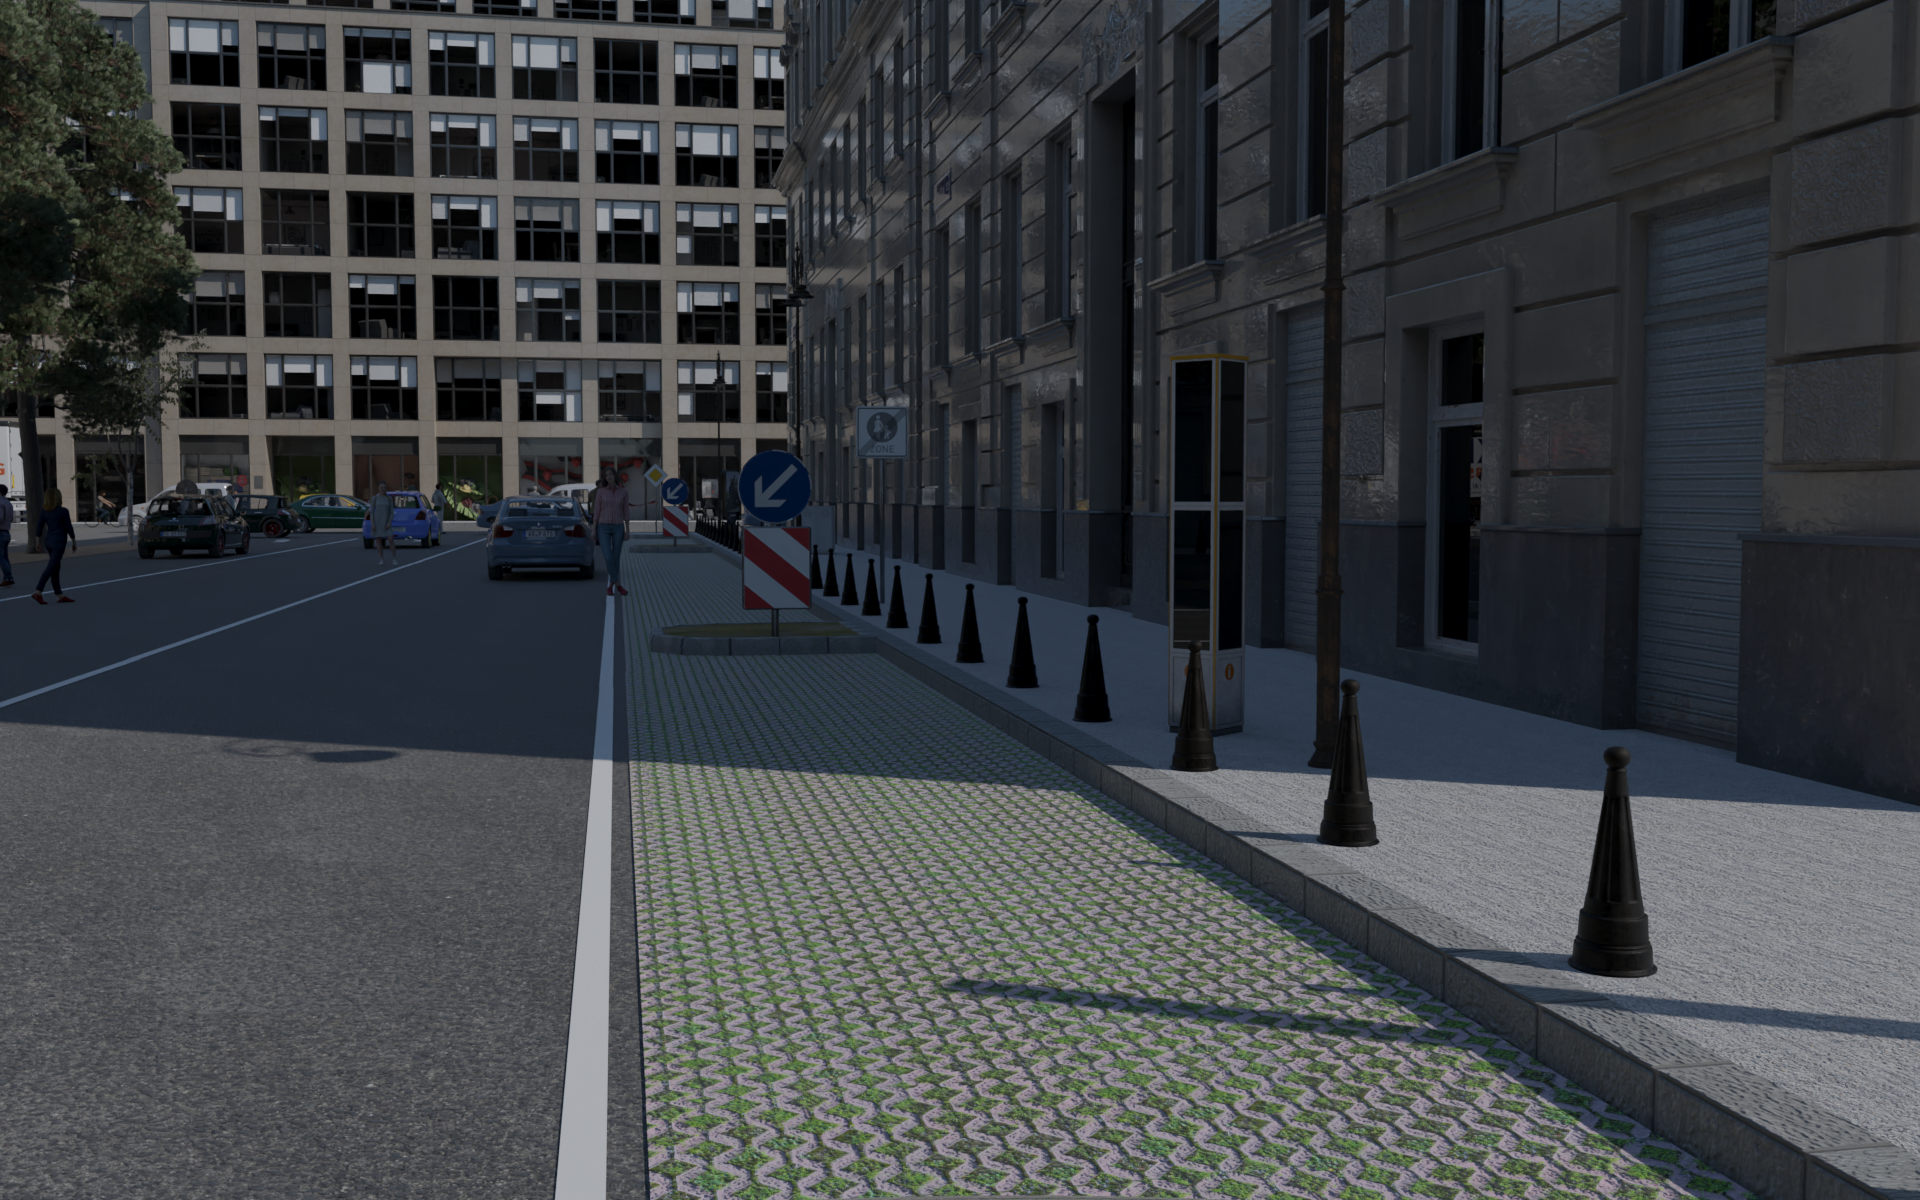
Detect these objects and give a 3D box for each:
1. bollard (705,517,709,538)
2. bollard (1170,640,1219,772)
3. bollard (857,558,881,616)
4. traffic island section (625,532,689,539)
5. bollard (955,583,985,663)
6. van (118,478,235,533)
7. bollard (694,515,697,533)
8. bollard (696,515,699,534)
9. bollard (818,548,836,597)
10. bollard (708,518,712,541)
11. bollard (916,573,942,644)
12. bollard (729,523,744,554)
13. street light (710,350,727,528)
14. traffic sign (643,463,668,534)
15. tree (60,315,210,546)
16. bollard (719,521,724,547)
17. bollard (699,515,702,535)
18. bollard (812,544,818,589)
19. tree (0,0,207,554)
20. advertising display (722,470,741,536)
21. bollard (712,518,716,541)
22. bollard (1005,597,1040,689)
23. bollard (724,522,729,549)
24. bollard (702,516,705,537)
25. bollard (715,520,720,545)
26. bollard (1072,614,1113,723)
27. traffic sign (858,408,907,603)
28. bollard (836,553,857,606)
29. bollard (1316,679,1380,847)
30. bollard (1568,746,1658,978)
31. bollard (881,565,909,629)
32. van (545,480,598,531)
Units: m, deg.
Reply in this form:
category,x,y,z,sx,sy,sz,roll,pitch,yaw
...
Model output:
category,x,y,z,sx,sy,sz,roll,pitch,yaw
bollard,-7.028,-2.017,49.019,0.229,0.601,0.229,0,3,0
bollard,1.094,0.487,8.077,0.229,0.601,0.229,0,3,0
bollard,-0.937,-0.139,18.320,0.229,0.601,0.229,0,3,0
traffic island section,-9.830,-2.074,56.187,2.009,0.180,2.903,-1,4,-11
bollard,0.075,0.173,13.213,0.229,0.601,0.229,0,3,0
van,-29.407,-3.556,65.145,4.112,2.044,2.013,-1,4,-11
bollard,-8.376,-2.433,55.824,0.229,0.601,0.229,0,3,0
bollard,-8.039,-2.329,54.116,0.229,0.601,0.229,0,3,0
bollard,-1.617,-0.348,21.733,0.229,0.601,0.229,0,3,0
bollard,-6.688,-1.912,47.298,0.229,0.601,0.229,0,3,0
bollard,-0.265,0.069,14.910,0.229,0.601,0.229,0,3,0
bollard,-4.996,-1.390,38.765,0.229,0.601,0.229,0,3,0
street light,-7.762,-5.076,55.781,0.468,5.910,1.993,-1,4,-11
traffic sign,-9.852,-3.209,56.105,0.795,2.450,0.064,-1,4,-11
tree,-22.954,-5.809,47.796,4.360,8.622,3.978,0,3,0
bollard,-5.672,-1.598,42.175,0.229,0.601,0.229,0,3,0
bollard,-7.703,-2.225,52.418,0.229,0.601,0.229,0,3,0
bollard,-1.955,-0.452,23.440,0.229,0.601,0.229,0,3,0
tree,-22.337,-8.038,41.303,7.806,13.903,7.818,0,3,0
advertising display,-6.152,-2.530,46.579,0.123,1.923,0.974,1,4,16
bollard,-6.350,-1.808,45.596,0.229,0.601,0.229,0,3,0
bollard,0.417,0.277,11.514,0.229,0.601,0.229,0,3,0
bollard,-5.333,-1.494,40.469,0.229,0.601,0.229,0,3,0
bollard,-7.367,-2.121,50.717,0.229,0.601,0.229,0,3,0
bollard,-6.009,-1.703,43.882,0.229,0.601,0.229,0,3,0
bollard,0.752,0.381,9.807,0.229,0.601,0.229,0,3,0
traffic sign,-0.911,-1.107,20.237,0.606,2.300,0.079,0,4,-8
bollard,-1.275,-0.244,20.024,0.229,0.601,0.229,0,3,0
bollard,1.433,0.591,6.380,0.229,0.601,0.229,0,3,0
bollard,1.770,0.695,4.681,0.229,0.601,0.229,0,3,0
bollard,-0.602,-0.035,16.616,0.229,0.601,0.229,0,3,0
van,-15.421,-3.688,67.306,4.112,2.044,2.013,-1,4,-13
